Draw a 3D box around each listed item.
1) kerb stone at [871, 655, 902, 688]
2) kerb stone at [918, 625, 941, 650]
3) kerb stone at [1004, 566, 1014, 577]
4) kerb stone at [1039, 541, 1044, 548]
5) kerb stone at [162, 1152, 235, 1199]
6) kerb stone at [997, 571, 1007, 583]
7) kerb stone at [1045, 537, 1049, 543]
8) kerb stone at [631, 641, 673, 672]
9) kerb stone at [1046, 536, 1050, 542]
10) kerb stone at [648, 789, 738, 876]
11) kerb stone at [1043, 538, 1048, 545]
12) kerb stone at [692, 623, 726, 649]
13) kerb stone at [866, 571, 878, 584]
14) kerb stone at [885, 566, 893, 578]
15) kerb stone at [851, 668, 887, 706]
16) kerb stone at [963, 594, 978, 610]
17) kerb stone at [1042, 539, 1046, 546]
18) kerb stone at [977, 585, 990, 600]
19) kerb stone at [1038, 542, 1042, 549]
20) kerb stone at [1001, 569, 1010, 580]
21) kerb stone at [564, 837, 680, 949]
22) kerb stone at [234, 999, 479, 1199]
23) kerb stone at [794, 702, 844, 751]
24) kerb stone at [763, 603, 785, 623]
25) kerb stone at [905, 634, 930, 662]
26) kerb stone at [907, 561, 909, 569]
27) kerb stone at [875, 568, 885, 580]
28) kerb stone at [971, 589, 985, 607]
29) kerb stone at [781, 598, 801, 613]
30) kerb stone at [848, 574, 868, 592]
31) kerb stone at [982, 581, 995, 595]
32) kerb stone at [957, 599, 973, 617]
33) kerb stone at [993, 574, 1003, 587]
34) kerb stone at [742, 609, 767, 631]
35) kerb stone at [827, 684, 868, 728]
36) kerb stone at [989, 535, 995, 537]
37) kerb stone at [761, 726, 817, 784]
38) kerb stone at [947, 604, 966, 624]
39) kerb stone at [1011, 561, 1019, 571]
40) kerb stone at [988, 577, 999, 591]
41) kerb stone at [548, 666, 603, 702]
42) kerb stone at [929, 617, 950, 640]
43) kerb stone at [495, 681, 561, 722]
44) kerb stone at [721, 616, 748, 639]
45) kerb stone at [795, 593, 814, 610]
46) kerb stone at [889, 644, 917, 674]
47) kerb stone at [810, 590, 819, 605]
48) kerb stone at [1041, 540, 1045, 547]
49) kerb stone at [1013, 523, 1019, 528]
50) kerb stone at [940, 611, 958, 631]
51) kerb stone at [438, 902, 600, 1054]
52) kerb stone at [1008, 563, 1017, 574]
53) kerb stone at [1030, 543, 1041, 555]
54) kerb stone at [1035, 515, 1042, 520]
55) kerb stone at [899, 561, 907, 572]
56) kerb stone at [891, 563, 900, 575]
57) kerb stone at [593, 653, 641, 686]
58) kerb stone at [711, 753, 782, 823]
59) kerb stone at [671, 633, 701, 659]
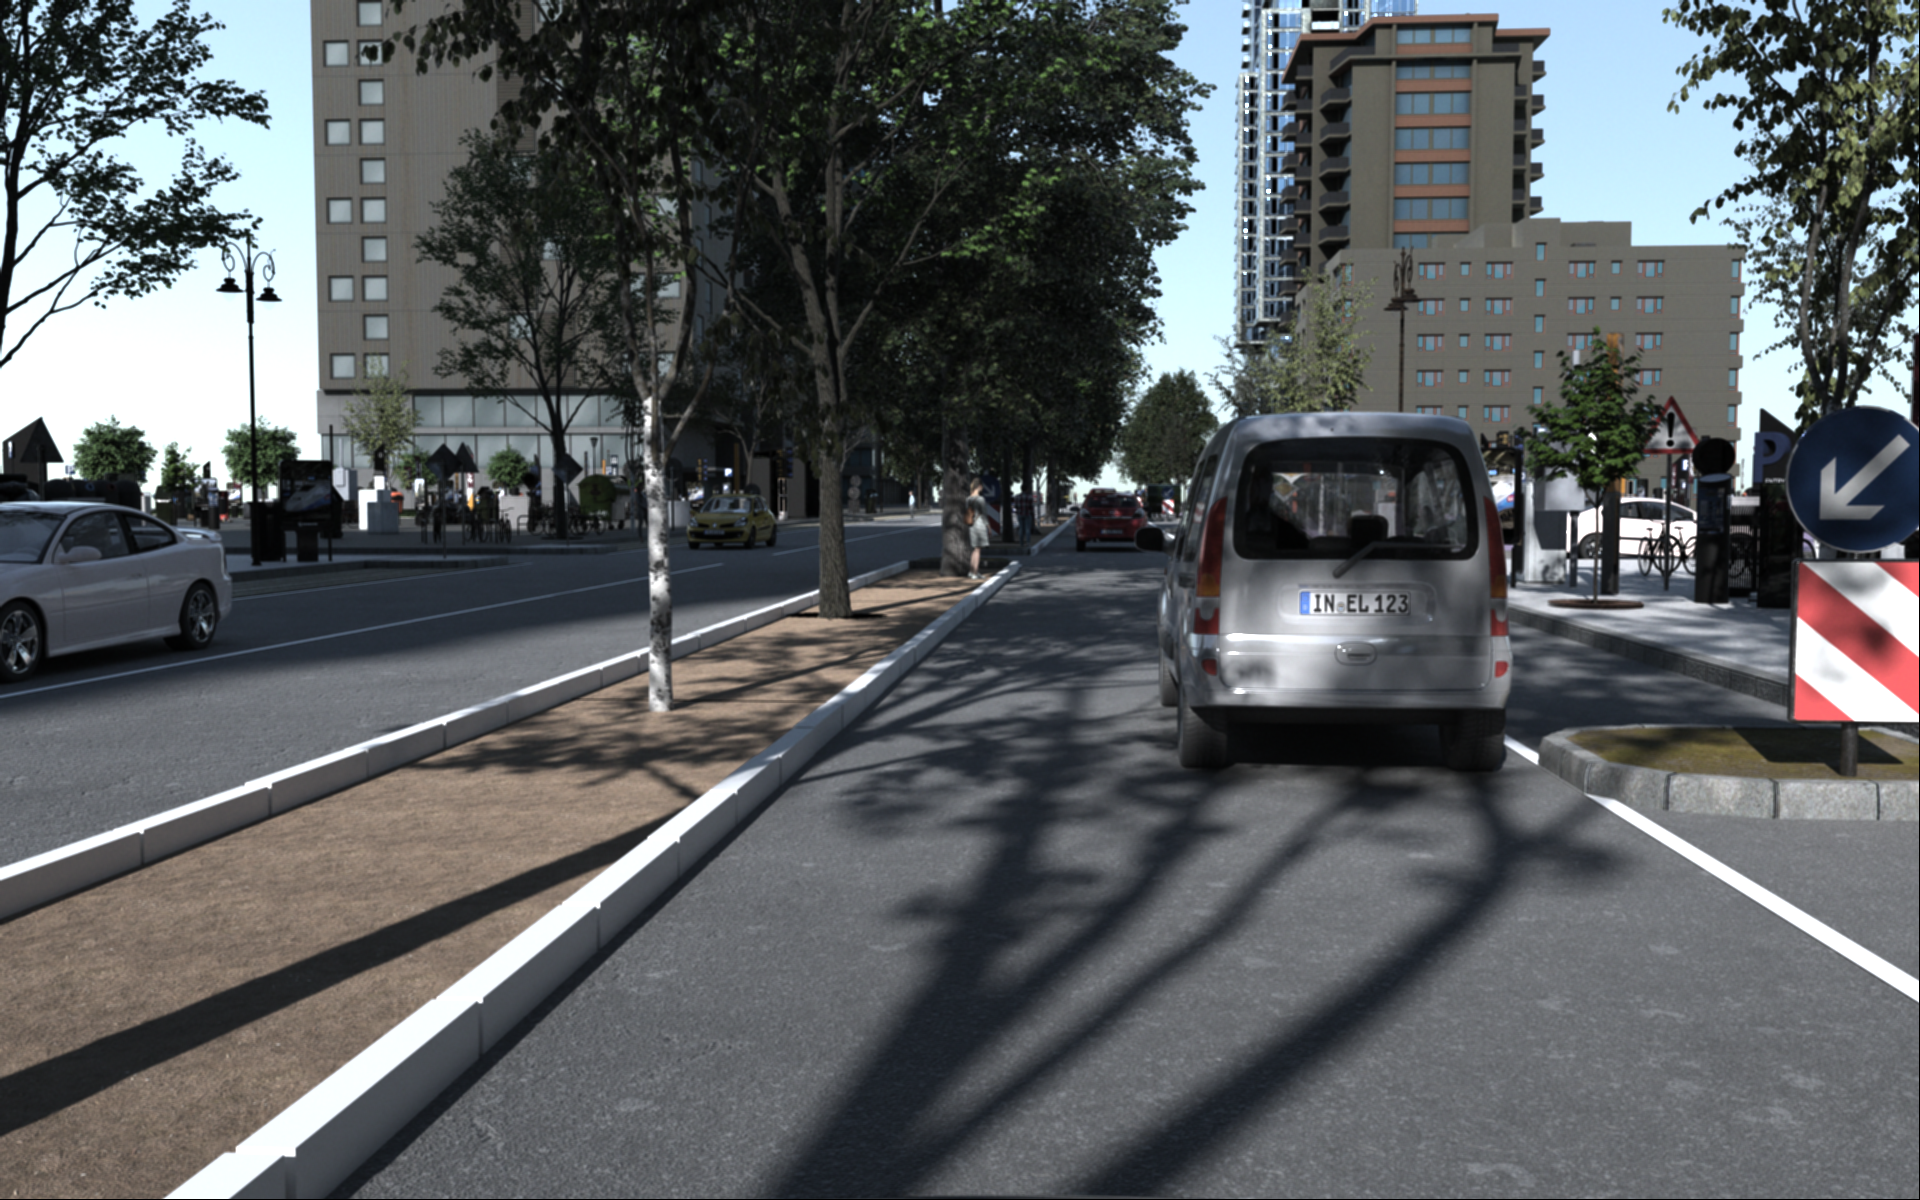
[{"bbox_3d":[-0.572,0.556,13.102,0.120,0.150,1.000,0,4,5],"label":"kerb stone"},{"bbox_3d":[-0.312,0.371,16.164,0.120,0.150,1.000,0,4,5],"label":"kerb stone"},{"bbox_3d":[0.784,-0.445,29.486,0.120,0.150,1.000,0,4,5],"label":"kerb stone"},{"bbox_3d":[2.001,-1.353,44.333,0.120,0.150,1.000,0,4,5],"label":"kerb stone"},{"bbox_3d":[-1.413,1.182,2.876,0.120,0.150,1.000,0,4,5],"label":"kerb stone"},{"bbox_3d":[0.611,-0.321,27.436,0.120,0.150,1.000,0,4,5],"label":"kerb stone"},{"bbox_3d":[2.345,-1.604,48.426,0.120,0.150,1.000,0,4,5],"label":"kerb stone"},{"bbox_3d":[-2.575,0.482,14.319,0.120,0.150,1.000,0,4,5],"label":"kerb stone"},{"bbox_3d":[2.427,-1.667,49.449,0.120,0.150,1.000,0,4,5],"label":"kerb stone"},{"bbox_3d":[-1.068,0.931,6.976,0.120,0.150,1.000,0,4,5],"label":"kerb stone"},{"bbox_3d":[2.255,-1.541,47.398,0.120,0.150,1.000,0,4,5],"label":"kerb stone"},{"bbox_3d":[-2.399,0.357,16.362,0.120,0.150,1.000,0,4,5],"label":"kerb stone"},{"bbox_3d":[-1.480,-0.332,27.616,0.120,0.150,1.000,0,4,5],"label":"kerb stone"},{"bbox_3d":[-1.312,-0.456,29.657,0.120,0.150,1.000,0,4,5],"label":"kerb stone"},{"bbox_3d":[-0.649,0.619,12.083,0.120,0.150,1.000,0,4,5],"label":"kerb stone"},{"bbox_3d":[0.100,0.056,21.277,0.120,0.150,1.000,0,4,5],"label":"kerb stone"},{"bbox_3d":[2.169,-1.479,46.379,0.120,0.150,1.000,0,4,5],"label":"kerb stone"},{"bbox_3d":[0.275,-0.070,23.344,0.120,0.150,1.000,0,4,5],"label":"kerb stone"},{"bbox_3d":[1.921,-1.292,43.314,0.120,0.150,1.000,0,4,5],"label":"kerb stone"},{"bbox_3d":[0.693,-0.379,28.462,0.120,0.150,1.000,0,4,5],"label":"kerb stone"},{"bbox_3d":[-1.151,0.997,5.950,0.120,0.150,1.000,0,4,5],"label":"kerb stone"},{"bbox_3d":[-1.322,1.119,3.900,0.120,0.150,1.000,0,4,5],"label":"kerb stone"},{"bbox_3d":[-0.820,0.743,10.045,0.120,0.150,1.000,0,4,5],"label":"kerb stone"},{"bbox_3d":[-2.149,0.171,19.437,0.120,0.150,1.000,0,4,5],"label":"kerb stone"},{"bbox_3d":[-0.392,0.434,15.144,0.120,0.150,1.000,0,4,5],"label":"kerb stone"},{"bbox_3d":[-1.057,-0.643,32.714,0.120,0.150,1.000,0,4,5],"label":"kerb stone"},{"bbox_3d":[-1.398,-0.394,28.639,0.120,0.150,1.000,0,4,5],"label":"kerb stone"},{"bbox_3d":[0.198,-0.007,22.310,0.120,0.150,1.000,0,4,5],"label":"kerb stone"},{"bbox_3d":[-2.060,0.106,20.455,0.120,0.150,1.000,0,4,5],"label":"kerb stone"},{"bbox_3d":[-1.573,-0.269,26.598,0.120,0.150,1.000,0,4,5],"label":"kerb stone"},{"bbox_3d":[0.360,-0.133,24.373,0.120,0.150,1.000,0,4,5],"label":"kerb stone"},{"bbox_3d":[0.027,0.119,20.254,0.120,0.150,1.000,0,4,5],"label":"kerb stone"},{"bbox_3d":[0.524,-0.254,26.411,0.120,0.150,1.000,0,4,5],"label":"kerb stone"},{"bbox_3d":[-2.231,0.231,18.412,0.120,0.150,1.000,0,4,5],"label":"kerb stone"},{"bbox_3d":[-0.732,0.681,11.064,0.120,0.150,1.000,0,4,5],"label":"kerb stone"},{"bbox_3d":[1.168,-2.295,59.808,0.120,0.150,1.000,0,4,5],"label":"kerb stone"},{"bbox_3d":[-0.898,0.810,9.022,0.120,0.150,1.000,0,4,5],"label":"kerb stone"},{"bbox_3d":[-0.066,0.181,19.236,0.120,0.150,1.000,0,4,5],"label":"kerb stone"},{"bbox_3d":[0.953,-0.571,31.524,0.120,0.150,1.000,0,4,5],"label":"kerb stone"},{"bbox_3d":[0.448,-0.195,25.391,0.120,0.150,1.000,0,4,5],"label":"kerb stone"},{"bbox_3d":[-2.747,0.607,12.268,0.120,0.150,1.000,0,4,5],"label":"kerb stone"},{"bbox_3d":[-0.230,0.307,17.183,0.120,0.150,1.000,0,4,5],"label":"kerb stone"},{"bbox_3d":[-2.824,0.670,11.248,0.120,0.150,1.000,0,4,5],"label":"kerb stone"},{"bbox_3d":[-2.320,0.295,17.387,0.120,0.150,1.000,0,4,5],"label":"kerb stone"},{"bbox_3d":[-1.989,0.044,21.482,0.120,0.150,1.000,0,4,5],"label":"kerb stone"},{"bbox_3d":[-0.487,0.495,14.121,0.120,0.150,1.000,0,4,5],"label":"kerb stone"},{"bbox_3d":[-1.898,-0.019,22.500,0.120,0.150,1.000,0,4,5],"label":"kerb stone"},{"bbox_3d":[2.083,-1.416,45.351,0.120,0.150,1.000,0,4,5],"label":"kerb stone"},{"bbox_3d":[2.510,-3.291,76.158,0.120,0.150,1.000,0,4,5],"label":"kerb stone"},{"bbox_3d":[-0.151,0.249,18.210,0.120,0.150,1.000,0,4,5],"label":"kerb stone"},{"bbox_3d":[-1.237,1.060,4.926,0.120,0.150,1.000,0,4,5],"label":"kerb stone"},{"bbox_3d":[0.869,-0.508,30.505,0.120,0.150,1.000,0,4,5],"label":"kerb stone"},{"bbox_3d":[1.834,-1.229,42.296,0.120,0.150,1.000,0,4,5],"label":"kerb stone"},{"bbox_3d":[4.617,-4.858,101.706,0.120,0.150,1.000,0,4,5],"label":"kerb stone"},{"bbox_3d":[-1.141,-0.580,31.695,0.120,0.150,1.000,0,4,5],"label":"kerb stone"},{"bbox_3d":[-1.228,-0.516,30.676,0.120,0.150,1.000,0,4,5],"label":"kerb stone"},{"bbox_3d":[-2.660,0.545,13.286,0.120,0.150,1.000,0,4,5],"label":"kerb stone"},{"bbox_3d":[-0.985,0.868,8.003,0.120,0.150,1.000,0,4,5],"label":"kerb stone"},{"bbox_3d":[-2.490,0.428,15.340,0.120,0.150,1.000,0,4,5],"label":"kerb stone"}]
